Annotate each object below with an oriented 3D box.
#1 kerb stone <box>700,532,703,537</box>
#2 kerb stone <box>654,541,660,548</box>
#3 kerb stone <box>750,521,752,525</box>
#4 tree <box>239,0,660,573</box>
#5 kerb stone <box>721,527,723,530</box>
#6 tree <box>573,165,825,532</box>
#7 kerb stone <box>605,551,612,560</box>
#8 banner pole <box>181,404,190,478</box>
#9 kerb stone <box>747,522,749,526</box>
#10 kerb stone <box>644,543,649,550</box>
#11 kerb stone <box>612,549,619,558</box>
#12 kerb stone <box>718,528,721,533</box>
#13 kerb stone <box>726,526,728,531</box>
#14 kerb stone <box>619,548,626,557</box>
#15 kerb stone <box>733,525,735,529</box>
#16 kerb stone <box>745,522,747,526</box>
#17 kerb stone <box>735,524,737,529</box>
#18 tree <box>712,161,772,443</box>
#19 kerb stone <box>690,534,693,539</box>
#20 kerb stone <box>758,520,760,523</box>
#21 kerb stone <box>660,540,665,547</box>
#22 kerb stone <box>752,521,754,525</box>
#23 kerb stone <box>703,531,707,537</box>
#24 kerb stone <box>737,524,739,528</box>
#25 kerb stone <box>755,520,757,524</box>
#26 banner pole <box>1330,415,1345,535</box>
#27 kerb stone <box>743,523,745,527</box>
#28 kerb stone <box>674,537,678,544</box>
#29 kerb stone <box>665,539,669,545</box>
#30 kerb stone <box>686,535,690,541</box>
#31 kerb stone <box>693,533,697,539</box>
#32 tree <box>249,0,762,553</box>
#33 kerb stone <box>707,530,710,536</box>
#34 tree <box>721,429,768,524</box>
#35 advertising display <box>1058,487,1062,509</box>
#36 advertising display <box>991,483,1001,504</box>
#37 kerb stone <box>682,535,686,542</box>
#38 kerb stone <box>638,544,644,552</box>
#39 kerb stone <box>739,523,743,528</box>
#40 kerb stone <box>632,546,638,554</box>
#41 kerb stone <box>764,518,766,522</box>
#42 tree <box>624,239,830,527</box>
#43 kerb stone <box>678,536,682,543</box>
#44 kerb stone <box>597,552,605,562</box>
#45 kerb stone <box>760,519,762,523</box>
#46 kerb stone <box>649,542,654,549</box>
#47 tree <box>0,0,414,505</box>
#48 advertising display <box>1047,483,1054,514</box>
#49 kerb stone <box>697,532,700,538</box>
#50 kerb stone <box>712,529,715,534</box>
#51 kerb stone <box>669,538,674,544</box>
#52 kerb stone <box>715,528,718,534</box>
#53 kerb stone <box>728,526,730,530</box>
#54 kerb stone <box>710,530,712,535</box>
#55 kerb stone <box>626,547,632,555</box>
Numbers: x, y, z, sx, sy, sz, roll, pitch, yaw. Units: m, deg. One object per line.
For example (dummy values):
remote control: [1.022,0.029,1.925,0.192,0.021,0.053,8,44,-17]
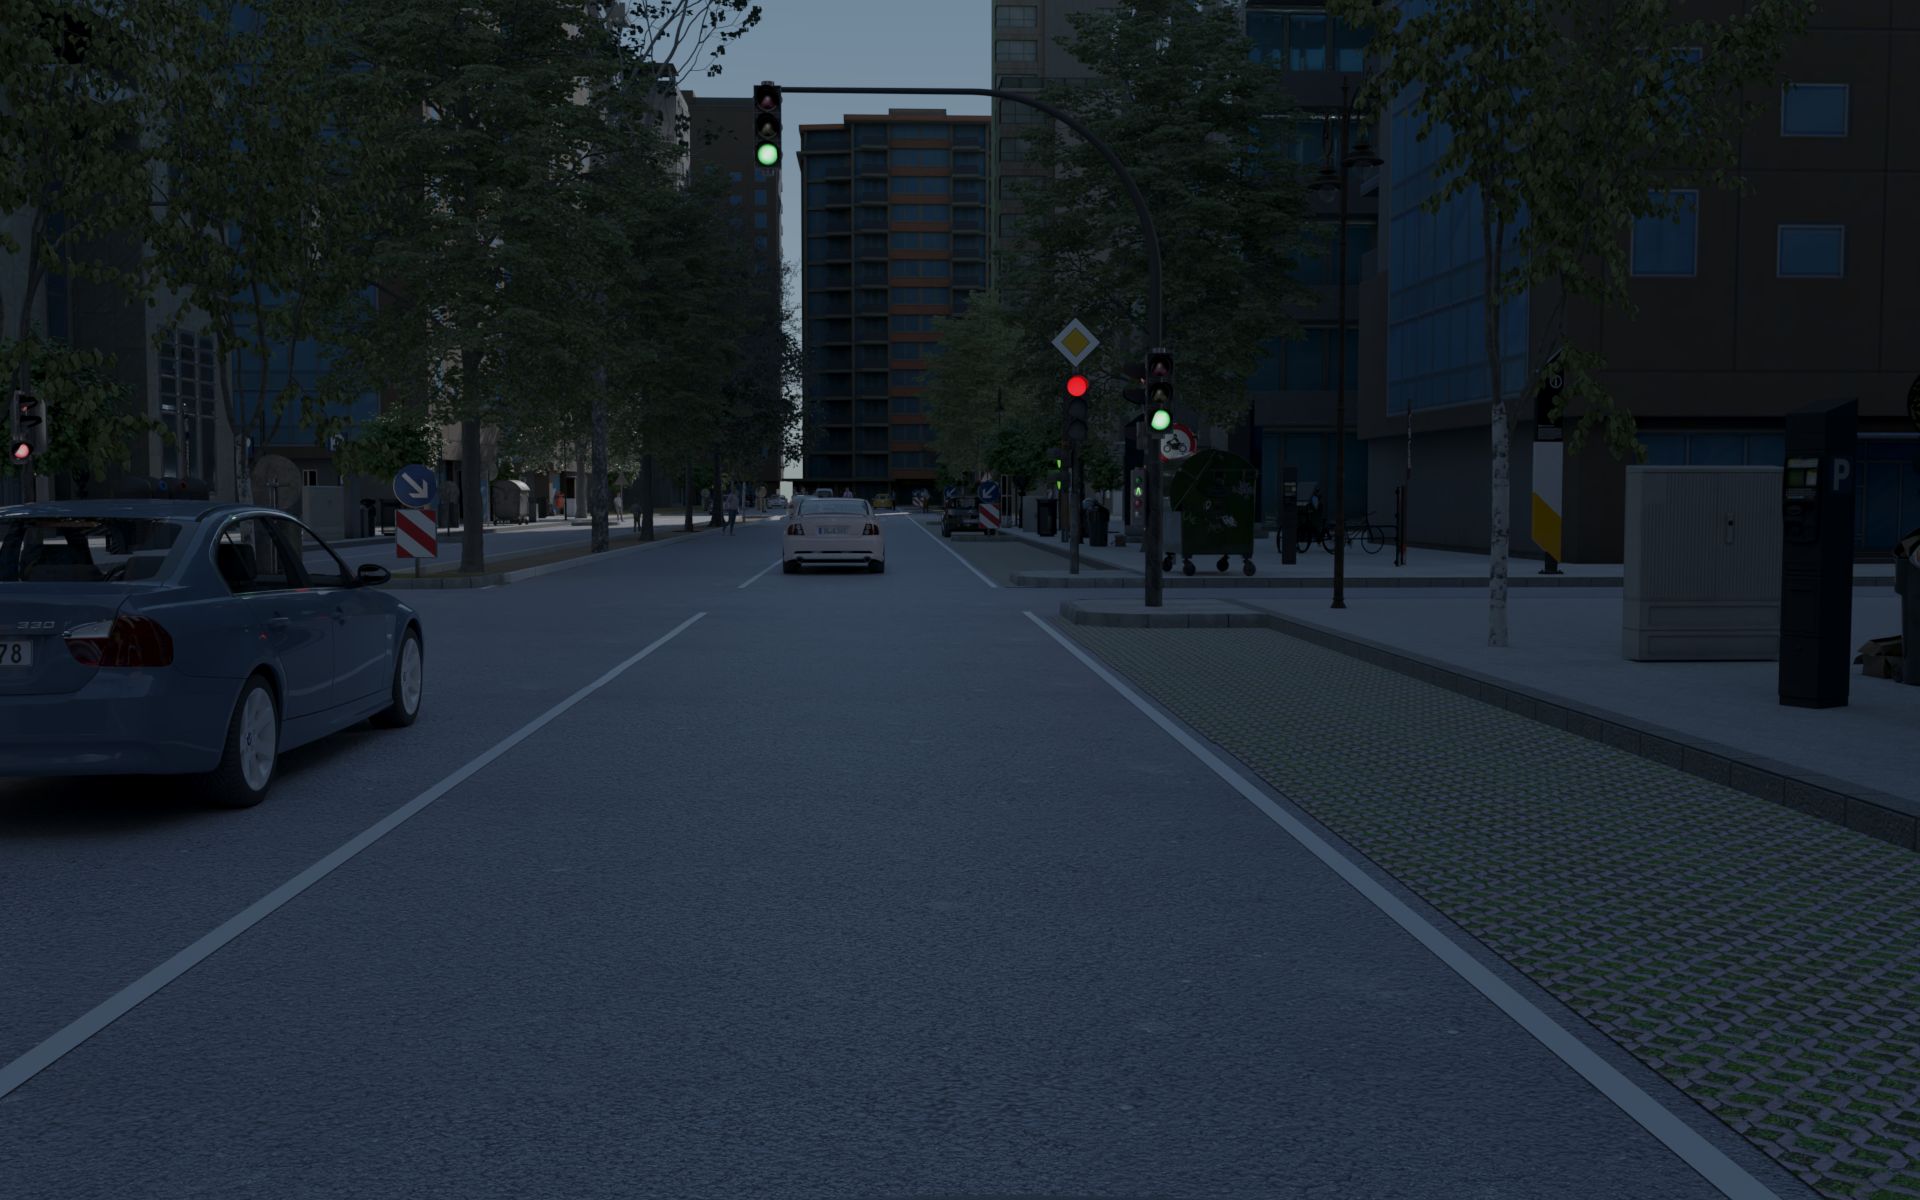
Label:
kerb stone: [-8.648,-2.130,57.071,0.120,0.150,1.000,0,4,-3]
kerb stone: [-8.135,-1.442,45.811,0.120,0.150,1.000,0,4,-3]
kerb stone: [-9.644,-3.446,78.562,0.120,0.150,1.000,0,4,-3]
tree: [-8.696,-6.722,30.487,7.486,12.596,7.792,0,3,0]
kerb stone: [-8.984,-2.570,64.242,0.120,0.150,1.000,0,4,-3]
tree: [-10.094,-9.259,64.204,12.009,13.543,11.850,0,3,0]
kerb stone: [-7.757,-0.945,37.642,0.120,0.150,1.000,0,4,-3]
banner pole: [-21.326,-3.532,47.766,0.401,3.779,0.863,-3,4,-36]
kerb stone: [-9.539,-3.318,76.518,0.120,0.150,1.000,0,4,-3]
kerb stone: [-8.044,-1.311,43.769,0.120,0.150,1.000,0,4,-3]
kerb stone: [-7.801,-1.006,38.663,0.120,0.150,1.000,0,4,-3]
kerb stone: [-8.934,-2.508,63.216,0.120,0.150,1.000,0,4,-3]
kerb stone: [-9.088,-2.697,66.283,0.120,0.150,1.000,0,4,-3]
kerb stone: [-7.840,-1.070,39.685,0.120,0.150,1.000,0,4,-3]
kerb stone: [-9.220,-2.884,69.356,0.120,0.150,1.000,0,4,-3]
kerb stone: [-9.503,-3.257,75.496,0.120,0.150,1.000,0,4,-3]
kerb stone: [-9.268,-2.947,70.377,0.120,0.150,1.000,0,4,-3]
tree: [-9.643,-8.083,52.746,7.486,12.596,7.792,0,3,0]
kerb stone: [-8.521,-1.945,53.992,0.120,0.150,1.000,0,4,-3]
kerb stone: [-9.883,-3.761,83.681,0.120,0.150,1.000,0,4,-3]
kerb stone: [-8.172,-1.507,46.834,0.120,0.150,1.000,0,4,-3]
kerb stone: [-9.690,-3.510,79.583,0.120,0.150,1.000,0,4,-3]
kerb stone: [-8.693,-2.196,58.094,0.120,0.150,1.000,0,4,-3]
kerb stone: [-9.307,-3.010,71.404,0.120,0.150,1.000,0,4,-3]
kerb stone: [-9.792,-3.634,81.636,0.120,0.150,1.000,0,4,-3]
banner pole: [11.800,-3.898,53.753,0.401,3.779,0.863,0,4,-6]
kerb stone: [-9.452,-3.198,74.475,0.120,0.150,1.000,0,4,-3]
kerb stone: [-8.320,-1.695,49.903,0.120,0.150,1.000,0,4,-3]
kerb stone: [-8.226,-1.561,47.855,0.120,0.150,1.000,0,4,-3]
kerb stone: [-8.461,-1.882,52.968,0.120,0.150,1.000,0,4,-3]
kerb stone: [-8.557,-1.998,55.023,0.120,0.150,1.000,0,4,-3]
tree: [-10.013,-11.254,42.357,12.611,20.169,13.585,0,3,0]
kerb stone: [-8.734,-2.258,59.119,0.120,0.150,1.000,0,4,-3]
tree: [-10.844,-7.958,82.928,4.737,8.622,4.395,0,3,0]
advertising display: [4.598,-4.547,79.564,0.123,1.923,0.974,0,4,-1]
advertising display: [1.840,-4.505,78.866,0.974,1.923,0.123,2,4,34]
kerb stone: [-8.412,-1.815,51.946,0.120,0.150,1.000,0,4,-3]
kerb stone: [-7.988,-1.252,42.748,0.120,0.150,1.000,0,4,-3]
kerb stone: [-9.411,-3.135,73.451,0.120,0.150,1.000,0,4,-3]
kerb stone: [-7.944,-1.194,41.726,0.120,0.150,1.000,0,4,-3]
kerb stone: [-10.068,-4.011,87.773,0.120,0.150,1.000,0,4,-3]
tree: [-10.541,-9.520,75.110,9.611,12.733,9.660,0,3,0]
kerb stone: [-8.369,-1.754,50.924,0.120,0.150,1.000,0,4,-3]
kerb stone: [-7.703,-0.882,36.621,0.120,0.150,1.000,0,4,-3]
kerb stone: [-9.924,-3.823,84.702,0.120,0.150,1.000,0,4,-3]
kerb stone: [-8.093,-1.382,44.790,0.120,0.150,1.000,0,4,-3]
tree: [-7.538,-3.987,18.013,4.737,8.622,4.395,0,3,0]
advertising display: [5.260,-5.837,100.643,0.123,1.923,0.974,-1,4,-15]
kerb stone: [-8.607,-2.070,56.048,0.120,0.150,1.000,0,4,-3]
kerb stone: [-8.840,-2.379,61.171,0.120,0.150,1.000,0,4,-3]
kerb stone: [-8.271,-1.631,48.876,0.120,0.150,1.000,0,4,-3]
kerb stone: [-8.881,-2.446,62.193,0.120,0.150,1.000,0,4,-3]
kerb stone: [-9.129,-2.759,67.309,0.120,0.150,1.000,0,4,-3]
kerb stone: [-8.794,-2.321,60.140,0.120,0.150,1.000,0,4,-3]
kerb stone: [-7.892,-1.129,40.706,0.120,0.150,1.000,0,4,-3]
